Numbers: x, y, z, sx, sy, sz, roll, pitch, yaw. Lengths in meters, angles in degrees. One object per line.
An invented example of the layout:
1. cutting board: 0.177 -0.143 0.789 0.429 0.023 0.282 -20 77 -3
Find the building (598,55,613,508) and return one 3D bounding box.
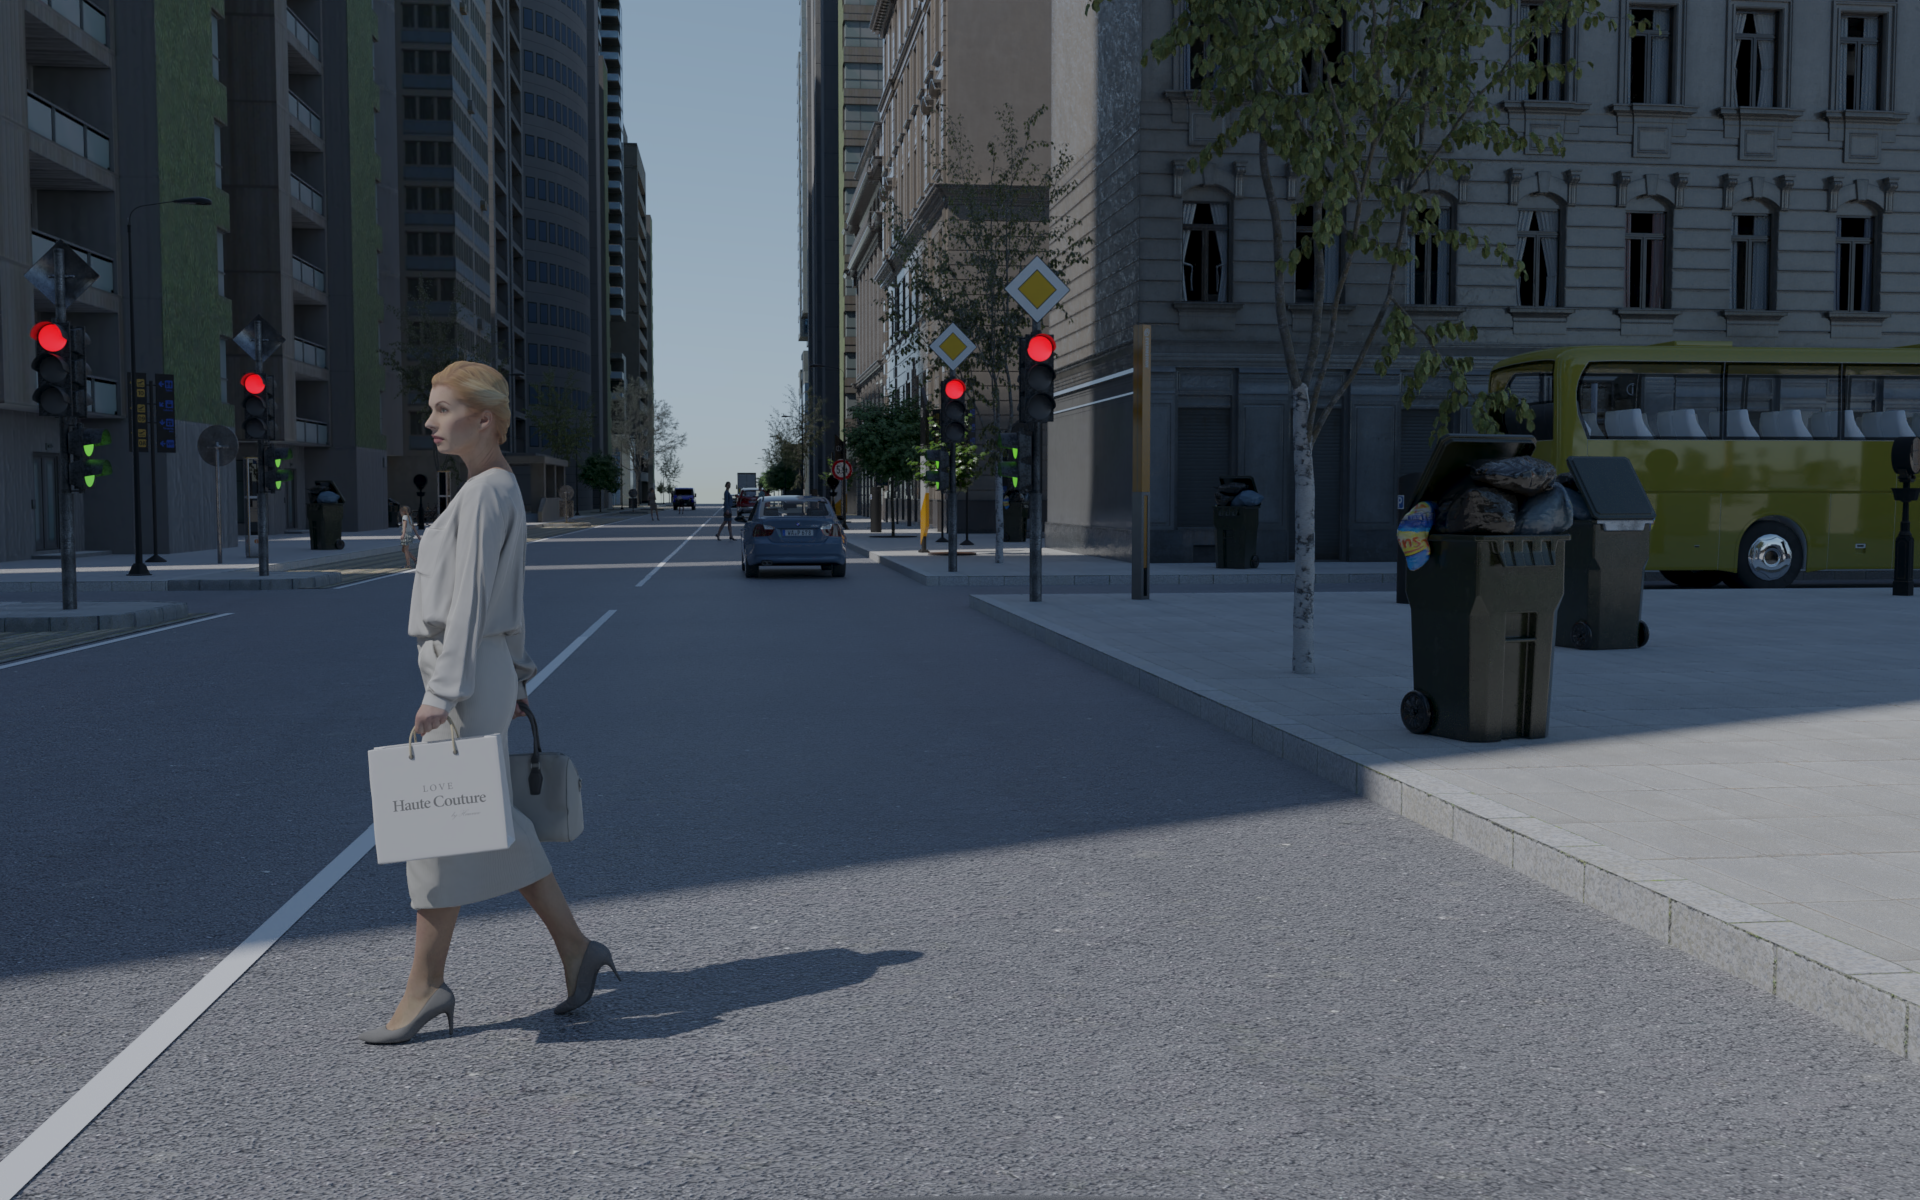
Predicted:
1. building: -39.157 -28.892 155.974 14.154 41.232 14.086 0 4 -7

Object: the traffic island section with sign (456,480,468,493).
1. traffic island section with sign: -13.683 -2.422 48.223 1.989 1.847 2.006 0 4 -7

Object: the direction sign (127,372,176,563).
1. direction sign: -15.152 -2.479 32.531 0.379 3.537 0.876 3 4 38

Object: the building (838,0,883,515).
1. building: -1.051 -26.333 114.135 14.154 41.232 14.086 0 4 -7

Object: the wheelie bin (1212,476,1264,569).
1. wheelie bin: 4.771 -1.340 29.816 0.980 1.594 0.693 3 4 36

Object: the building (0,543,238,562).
1. building: -23.608 -21.377 33.111 14.154 41.232 14.086 0 4 -7

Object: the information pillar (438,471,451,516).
1. information pillar: -16.385 -3.093 55.063 0.304 2.012 0.304 0 4 5

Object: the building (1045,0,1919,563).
1. building: 11.464 -11.498 37.144 18.267 20.994 9.793 0 4 -7

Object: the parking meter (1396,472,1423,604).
1. parking meter: 5.319 -0.728 20.310 0.372 1.533 0.369 0 3 0

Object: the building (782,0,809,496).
1. building: -14.095 -57.081 245.945 22.319 86.520 31.000 0 4 -7

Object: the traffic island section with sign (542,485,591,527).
1. traffic island section with sign: -17.294 -4.136 76.249 1.989 1.847 2.006 0 4 -7

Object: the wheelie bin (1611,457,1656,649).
1. wheelie bin: 5.296 -0.402 14.480 0.980 1.594 0.693 -1 4 -21

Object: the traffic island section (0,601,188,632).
1. traffic island section: -9.928 0.183 19.285 2.009 0.180 2.903 0 4 -7

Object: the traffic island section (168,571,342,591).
1. traffic island section: -10.950 -0.301 27.205 2.009 0.180 2.903 0 4 -7

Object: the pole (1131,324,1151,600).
1. pole: 2.197 -1.660 20.985 0.158 3.312 0.155 0 3 0

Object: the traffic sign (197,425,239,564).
1. traffic sign: -13.656 -1.944 31.884 0.768 2.556 0.104 0 4 2

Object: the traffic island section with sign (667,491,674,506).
1. traffic island section with sign: -34.242 -12.160 207.448 1.989 1.847 2.006 0 4 -7

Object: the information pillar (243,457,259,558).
1. information pillar: -14.167 -1.851 34.753 0.304 2.012 0.304 -3 4 -36

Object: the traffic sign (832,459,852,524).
1. traffic sign: -4.330 -3.885 63.628 0.768 2.556 0.104 0 4 -4

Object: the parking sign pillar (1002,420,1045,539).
1. parking sign pillar: 1.773 -3.794 50.499 1.447 3.967 1.447 -3 4 -36

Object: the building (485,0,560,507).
1. building: -36.569 -41.057 109.541 20.563 71.187 20.611 0 4 -7

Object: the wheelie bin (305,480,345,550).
1. wheelie bin: -14.604 -1.954 39.861 0.980 1.594 0.693 2 4 33

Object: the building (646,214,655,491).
1. building: -50.856 -34.368 245.508 14.154 41.232 14.086 0 4 -7

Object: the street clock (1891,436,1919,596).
1. street clock: 11.921 -1.056 21.836 0.471 2.002 0.358 -3 5 -42

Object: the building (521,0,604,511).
1. building: -39.664 -36.214 134.097 21.231 58.520 28.212 0 4 -7

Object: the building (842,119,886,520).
1. building: 1.091 -15.331 92.459 13.314 21.916 24.055 0 4 -7

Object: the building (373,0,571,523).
1. building: -35.552 -23.802 81.044 32.217 40.220 23.993 0 4 -7

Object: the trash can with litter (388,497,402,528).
1. trash can with litter: -21.445 -3.342 66.034 1.055 1.170 0.624 -3 5 -39

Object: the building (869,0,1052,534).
1. building: 3.602 -16.549 67.836 12.463 27.353 25.104 0 4 -7

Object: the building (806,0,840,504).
1. building: -3.888 -38.005 163.385 21.231 58.520 28.212 0 4 -7

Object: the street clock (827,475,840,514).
1. street clock: -4.758 -3.697 65.009 0.471 2.002 0.358 -1 4 -9

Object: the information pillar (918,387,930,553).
1. information pillar: -0.770 -2.838 37.756 0.183 3.616 0.504 -1 4 -14

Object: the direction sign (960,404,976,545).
1. direction sign: 0.177 -3.148 43.473 0.379 3.537 0.876 2 4 27

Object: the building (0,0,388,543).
1. building: -27.150 -22.709 54.882 14.154 41.232 14.086 0 4 -7

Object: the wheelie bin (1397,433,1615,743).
1. wheelie bin: 2.812 -0.078 9.189 0.980 1.594 0.693 -2 4 -25

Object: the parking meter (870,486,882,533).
1. parking meter: -2.805 -3.023 57.841 0.372 1.533 0.369 0 3 0

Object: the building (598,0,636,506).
1. building: -48.790 -54.215 199.080 22.319 86.520 31.000 0 4 -7

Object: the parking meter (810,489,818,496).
1. parking meter: -7.267 -4.751 86.092 0.372 1.533 0.369 0 3 0

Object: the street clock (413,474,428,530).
1. street clock: -19.425 -3.538 62.414 0.471 2.002 0.358 0 4 -1

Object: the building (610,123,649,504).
1. building: -52.188 -36.854 226.271 21.300 48.544 21.600 0 4 -7

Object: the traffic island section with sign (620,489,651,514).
1. traffic island section with sign: -23.713 -7.175 125.931 1.989 1.847 2.006 0 4 -7

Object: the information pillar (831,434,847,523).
1. information pillar: -4.673 -4.671 67.728 0.504 3.616 0.183 -1 4 -16

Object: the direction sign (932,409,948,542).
1. direction sign: -0.468 -3.304 46.012 0.379 3.537 0.876 -3 4 -36

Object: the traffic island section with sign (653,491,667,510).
1. traffic island section with sign: -27.220 -8.841 153.179 1.989 1.847 2.006 0 4 -7

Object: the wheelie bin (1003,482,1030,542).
1. wheelie bin: 1.490 -2.356 46.431 0.693 1.594 0.980 1 4 20
